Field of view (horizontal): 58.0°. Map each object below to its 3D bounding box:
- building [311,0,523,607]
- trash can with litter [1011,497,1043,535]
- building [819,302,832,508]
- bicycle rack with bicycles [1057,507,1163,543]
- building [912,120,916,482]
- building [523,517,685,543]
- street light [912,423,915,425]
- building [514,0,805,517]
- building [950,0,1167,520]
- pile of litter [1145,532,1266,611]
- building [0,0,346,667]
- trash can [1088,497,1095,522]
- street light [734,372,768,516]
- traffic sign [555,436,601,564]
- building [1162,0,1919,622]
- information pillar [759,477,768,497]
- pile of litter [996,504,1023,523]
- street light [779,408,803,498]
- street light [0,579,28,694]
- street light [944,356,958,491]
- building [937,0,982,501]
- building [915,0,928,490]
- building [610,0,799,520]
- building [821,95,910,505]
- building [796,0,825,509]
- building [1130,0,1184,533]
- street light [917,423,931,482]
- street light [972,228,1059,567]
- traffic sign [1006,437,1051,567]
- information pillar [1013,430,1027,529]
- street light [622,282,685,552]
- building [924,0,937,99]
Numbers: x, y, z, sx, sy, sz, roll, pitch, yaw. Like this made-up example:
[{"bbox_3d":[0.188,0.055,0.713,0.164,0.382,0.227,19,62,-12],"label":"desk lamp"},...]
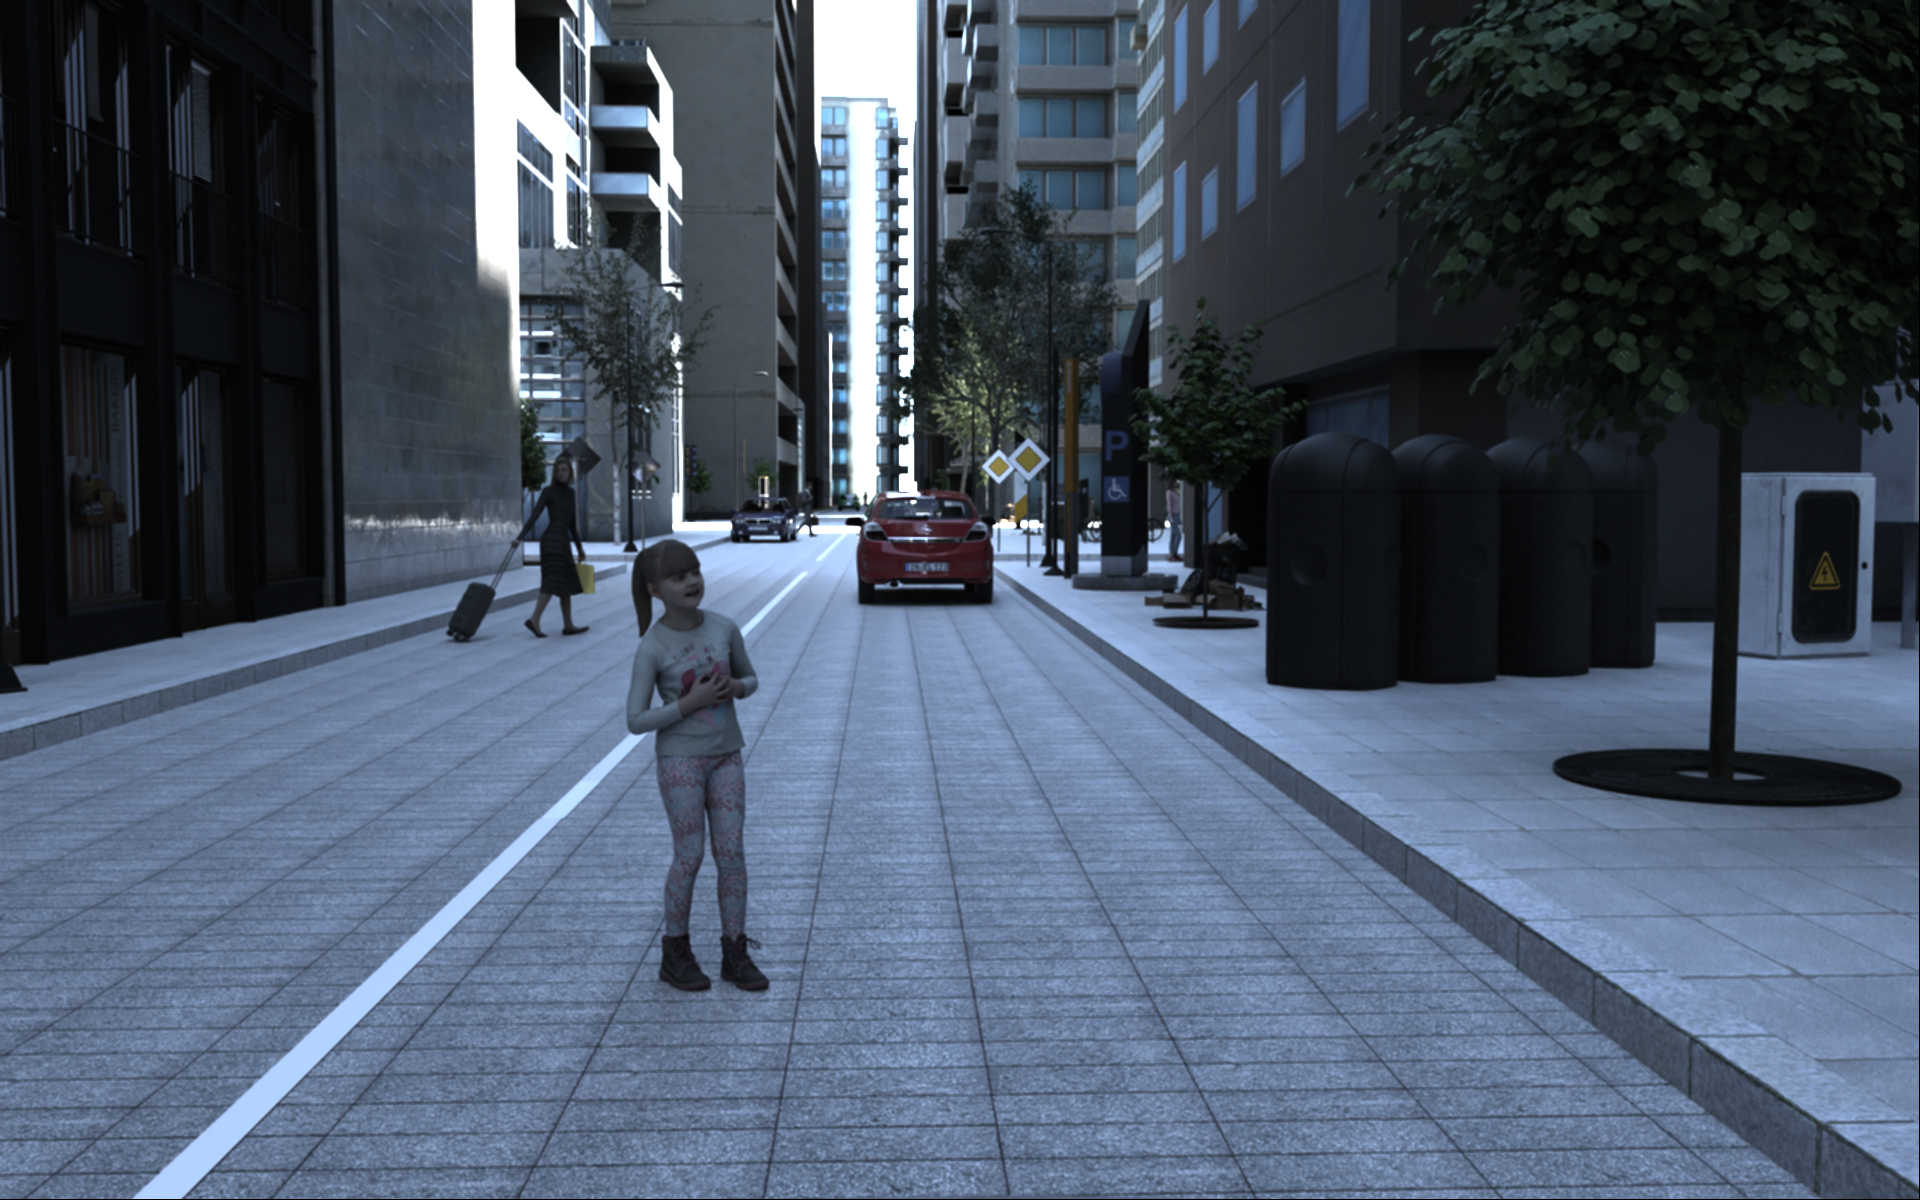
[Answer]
[{"bbox_3d":[-15.753,-10.342,23.849,16.860,20.320,10.420,0,4,-2],"label":"building"},{"bbox_3d":[2.490,-2.650,54.390,1.678,1.210,2.233,-2,4,-35],"label":"trash can with litter"},{"bbox_3d":[-27.904,-20.198,175.273,28.899,21.520,27.650,0,4,-2],"label":"building"},{"bbox_3d":[4.032,-2.013,46.289,2.925,0.926,2.852,0,4,3],"label":"bicycle rack with bicycles"},{"bbox_3d":[1.623,-33.844,203.456,14.200,45.320,14.600,0,4,-2],"label":"building"},{"bbox_3d":[-20.690,-45.600,58.226,22.319,86.520,31.000,0,4,-2],"label":"building"},{"bbox_3d":[-2.460,-8.620,113.483,1.470,5.913,1.316,0,4,-2],"label":"street light"},{"bbox_3d":[-22.465,-49.763,126.304,22.319,86.520,31.000,0,4,-2],"label":"building"},{"bbox_3d":[11.607,-29.271,98.194,23.786,49.044,30.456,0,4,-2],"label":"building"},{"bbox_3d":[2.804,-0.345,19.612,1.176,0.858,1.719,-1,4,-23],"label":"pile of litter"},{"bbox_3d":[-12.904,-11.100,11.157,12.332,23.373,15.834,0,4,-2],"label":"building"},{"bbox_3d":[5.669,-4.037,77.659,0.748,1.137,0.748,0,3,0],"label":"trash can"},{"bbox_3d":[-8.045,-5.730,66.229,1.470,5.913,1.316,0,4,-2],"label":"street light"},{"bbox_3d":[-6.637,-1.622,30.157,0.795,2.450,0.064,0,4,-2],"label":"traffic sign"},{"bbox_3d":[10.776,-22.793,22.774,14.600,45.320,14.200,0,4,-2],"label":"building"},{"bbox_3d":[-8.415,-4.268,74.279,0.304,2.012,0.304,1,4,13],"label":"information pillar"},{"bbox_3d":[2.105,-3.795,76.011,1.719,0.858,1.176,2,4,28],"label":"pile of litter"},{"bbox_3d":[-9.216,-7.425,93.939,1.470,5.913,1.316,0,4,-2],"label":"street light"},{"bbox_3d":[-5.712,-2.356,11.067,1.470,5.913,1.316,0,4,-2],"label":"street light"},{"bbox_3d":[-0.104,-5.181,57.248,1.470,5.913,1.316,0,4,-2],"label":"street light"},{"bbox_3d":[12.020,-33.252,132.910,28.713,52.752,27.495,0,4,-2],"label":"building"},{"bbox_3d":[6.000,-38.717,175.015,21.231,58.520,28.212,0,4,-2],"label":"building"},{"bbox_3d":[-20.063,-28.745,93.678,21.300,48.544,21.600,0,4,-2],"label":"building"},{"bbox_3d":[-21.351,-35.947,207.342,30.456,49.044,23.786,0,4,-2],"label":"building"},{"bbox_3d":[-19.171,-30.591,150.280,14.600,45.320,14.200,0,4,-2],"label":"building"},{"bbox_3d":[18.508,-22.157,54.150,23.993,40.220,32.217,0,4,-2],"label":"building"},{"bbox_3d":[-1.263,-6.906,85.459,1.470,5.913,1.316,0,4,-2],"label":"street light"},{"bbox_3d":[1.029,-3.539,30.412,1.470,5.913,1.316,0,4,-2],"label":"street light"},{"bbox_3d":[1.201,-1.641,30.469,0.795,2.450,0.064,0,4,-2],"label":"traffic sign"},{"bbox_3d":[2.213,-4.390,63.127,0.504,3.616,0.183,-1,4,-11],"label":"information pillar"},{"bbox_3d":[-6.724,-4.007,38.048,1.470,5.913,1.316,0,4,-2],"label":"street light"},{"bbox_3d":[3.877,-30.813,153.908,14.600,45.320,14.200,0,4,-2],"label":"building"}]
